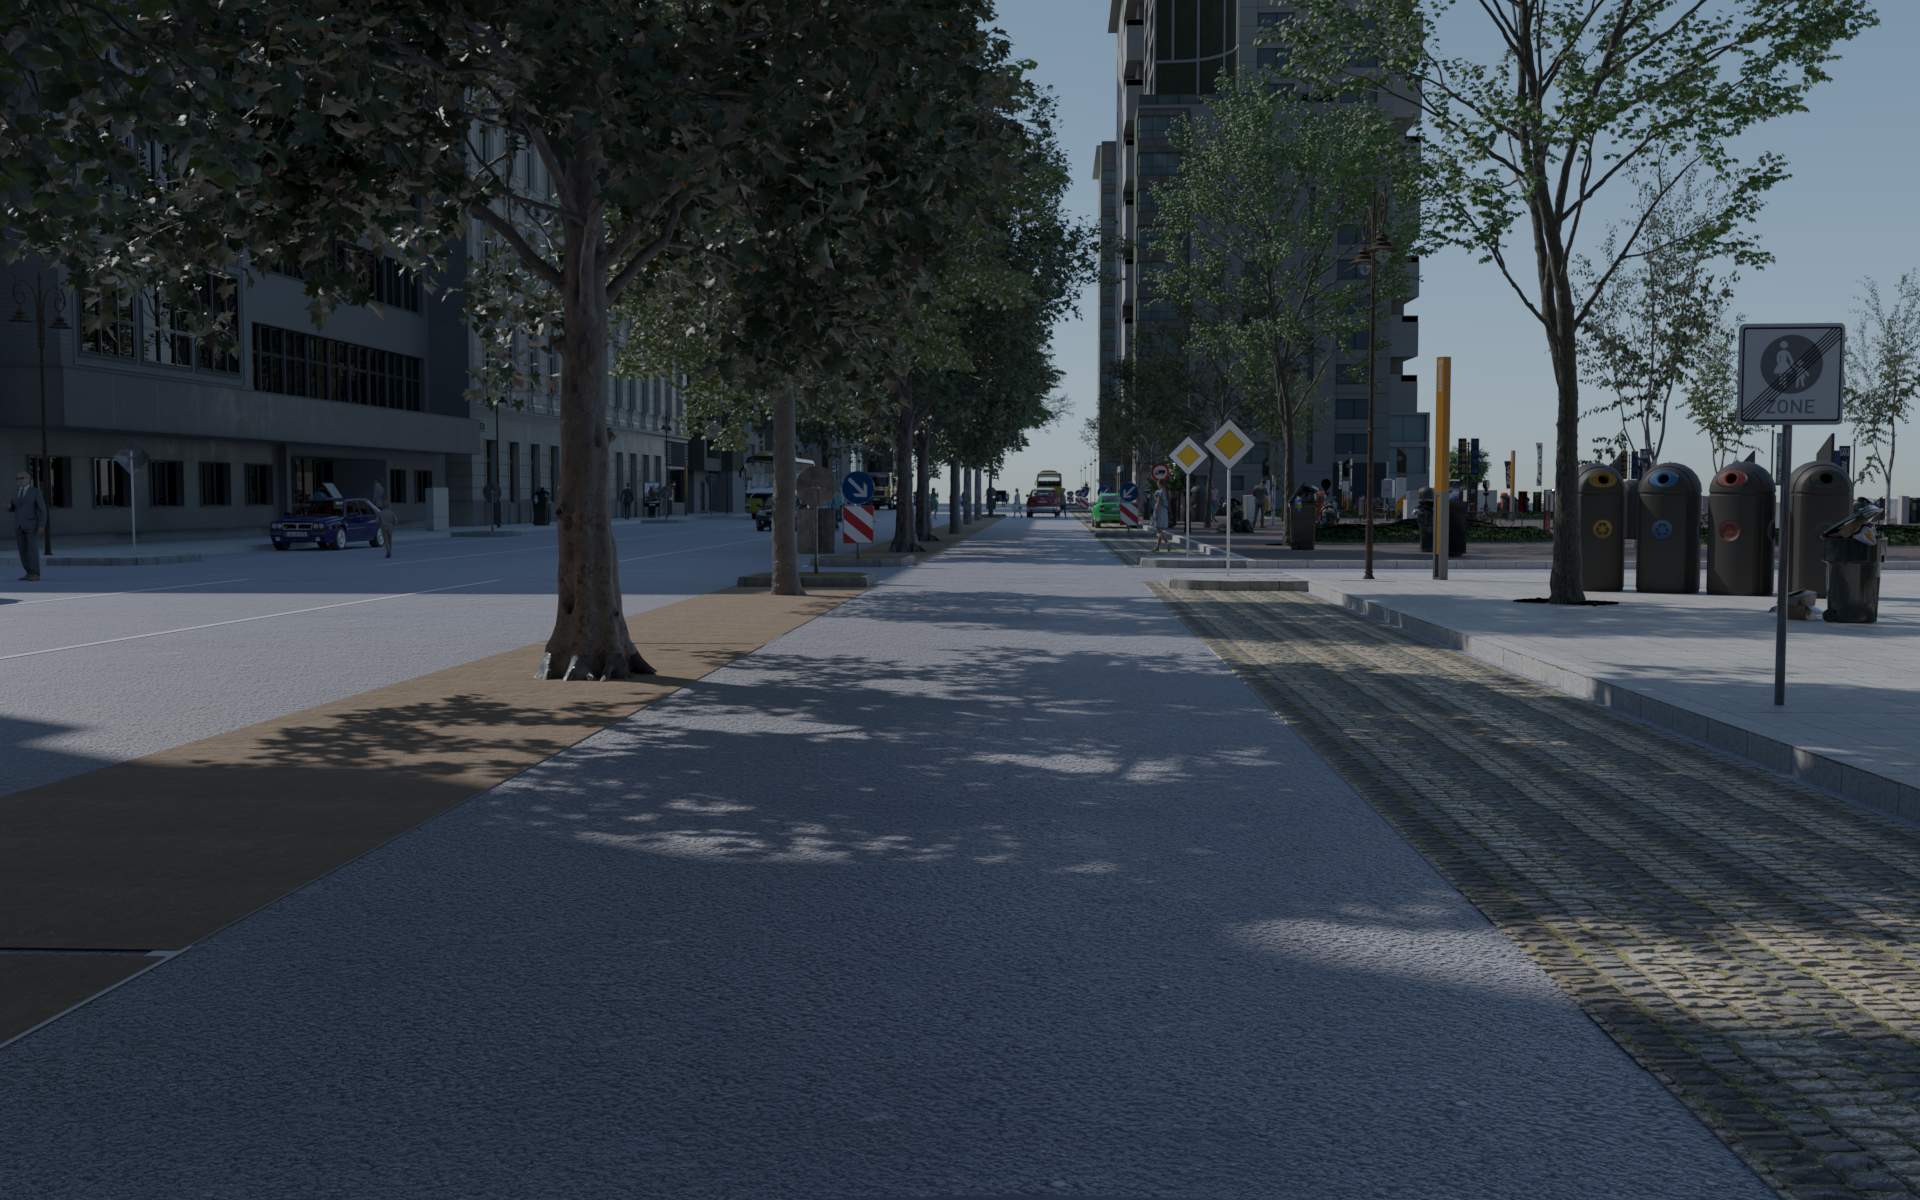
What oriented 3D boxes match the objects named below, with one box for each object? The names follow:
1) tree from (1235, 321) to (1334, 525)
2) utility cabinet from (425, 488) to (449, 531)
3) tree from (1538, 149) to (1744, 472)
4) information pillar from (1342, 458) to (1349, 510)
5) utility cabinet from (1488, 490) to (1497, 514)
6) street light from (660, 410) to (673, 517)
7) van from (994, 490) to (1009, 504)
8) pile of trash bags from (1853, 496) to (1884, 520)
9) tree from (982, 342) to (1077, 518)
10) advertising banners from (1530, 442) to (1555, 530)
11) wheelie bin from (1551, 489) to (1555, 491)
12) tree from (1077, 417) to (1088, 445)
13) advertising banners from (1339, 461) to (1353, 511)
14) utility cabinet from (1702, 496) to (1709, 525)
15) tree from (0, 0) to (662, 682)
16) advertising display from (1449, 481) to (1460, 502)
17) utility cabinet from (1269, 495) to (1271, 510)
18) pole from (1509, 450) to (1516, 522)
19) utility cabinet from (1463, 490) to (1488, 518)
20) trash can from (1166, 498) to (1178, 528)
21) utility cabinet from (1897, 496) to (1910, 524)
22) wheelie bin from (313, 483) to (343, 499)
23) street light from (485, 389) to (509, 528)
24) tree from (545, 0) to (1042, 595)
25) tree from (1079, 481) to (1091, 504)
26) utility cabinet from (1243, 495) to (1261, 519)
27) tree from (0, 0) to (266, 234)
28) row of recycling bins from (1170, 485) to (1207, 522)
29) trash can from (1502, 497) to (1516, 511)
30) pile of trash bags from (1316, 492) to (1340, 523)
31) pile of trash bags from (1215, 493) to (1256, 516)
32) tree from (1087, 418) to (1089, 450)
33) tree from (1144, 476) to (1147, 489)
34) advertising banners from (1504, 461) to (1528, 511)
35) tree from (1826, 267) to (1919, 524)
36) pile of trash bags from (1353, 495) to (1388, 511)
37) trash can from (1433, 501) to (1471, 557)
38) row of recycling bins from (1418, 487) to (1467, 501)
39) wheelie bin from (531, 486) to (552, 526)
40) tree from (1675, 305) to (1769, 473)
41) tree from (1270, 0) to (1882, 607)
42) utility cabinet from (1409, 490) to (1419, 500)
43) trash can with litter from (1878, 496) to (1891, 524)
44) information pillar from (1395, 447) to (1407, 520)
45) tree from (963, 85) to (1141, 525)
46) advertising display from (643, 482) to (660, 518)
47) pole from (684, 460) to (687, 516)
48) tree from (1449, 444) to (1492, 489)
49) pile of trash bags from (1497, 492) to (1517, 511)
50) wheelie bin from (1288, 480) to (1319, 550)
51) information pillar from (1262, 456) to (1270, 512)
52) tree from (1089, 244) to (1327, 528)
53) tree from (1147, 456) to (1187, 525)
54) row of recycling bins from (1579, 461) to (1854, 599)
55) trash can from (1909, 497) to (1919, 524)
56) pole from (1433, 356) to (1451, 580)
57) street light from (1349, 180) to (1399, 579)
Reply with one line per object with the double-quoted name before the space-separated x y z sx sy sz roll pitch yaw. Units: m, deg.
"tree" 13.216 -7.409 71.504 4.737 8.622 4.395 0 3 0
"utility cabinet" -18.185 -3.151 60.195 0.318 1.500 1.173 1 4 9
"tree" 14.644 -5.283 36.740 4.360 8.622 3.978 0 3 0
"information pillar" 24.373 -7.207 109.185 0.504 3.616 0.183 2 4 24
"utility cabinet" 28.409 -5.197 93.656 1.173 1.500 0.318 0 4 4
"street light" -16.144 -7.498 95.381 0.468 5.910 1.993 0 4 3
"van" 5.982 -15.254 253.785 2.240 2.365 5.245 0 4 1
"pile of trash bags" 43.802 -4.654 85.852 3.447 1.369 1.912 1 4 12
"tree" 1.829 -11.727 104.559 12.009 13.543 11.850 0 3 0
"advertising banners" 20.156 -3.865 59.379 0.090 3.025 2.074 3 5 43
"wheelie bin" 35.309 -5.808 102.862 0.693 1.594 0.980 -2 4 -28
"tree" 12.048 -11.139 116.539 8.767 10.594 7.601 -1 4 -16
"advertising banners" 20.671 -5.914 92.886 0.090 3.025 2.074 2 4 34
"utility cabinet" 31.274 -3.767 72.759 0.306 1.237 1.020 1 4 16
"tree" -2.926 -5.730 13.153 9.611 12.733 9.660 0 3 0
"advertising display" 23.793 -4.828 84.144 0.974 1.923 0.123 0 4 -3
"utility cabinet" 18.568 -5.817 106.269 0.306 1.237 1.020 -3 5 -43
"pole" 25.781 -5.319 80.806 0.158 3.312 0.155 0 3 0
"utility cabinet" 27.033 -5.041 91.091 1.173 1.500 0.318 -1 4 -21
"trash can" 7.936 -3.322 65.969 0.748 1.137 0.748 0 3 0
"utility cabinet" 40.037 -3.812 73.487 0.306 1.237 1.020 1 4 20
"wheelie bin" -18.135 -2.556 49.696 0.693 1.594 0.980 0 4 5
"street light" -17.652 -5.708 66.109 0.468 5.910 1.993 0 4 3
"tree" -2.383 -6.308 23.724 7.486 12.596 7.792 0 3 0
"tree" 17.146 -14.722 235.313 1.663 3.219 1.824 0 3 0
"utility cabinet" 14.862 -4.721 88.347 1.020 1.237 0.306 -3 5 -43
"tree" -3.909 -5.763 3.337 9.857 13.997 8.962 0 3 0
"row of recycling bins" 10.673 -4.519 81.003 1.069 1.692 3.534 -1 4 -13
"trash can" 27.893 -4.668 87.983 0.748 1.137 0.748 0 3 0
"pile of trash bags" 12.209 -3.042 59.489 1.912 1.369 3.447 1 4 16
"pile of trash bags" 16.289 -5.558 100.628 1.912 1.369 3.447 -2 4 -24
"tree" 11.933 -10.462 105.467 7.601 10.594 8.767 0 4 2
"tree" 11.308 -6.411 99.422 1.663 3.219 1.824 0 3 0
"advertising banners" 29.446 -5.769 90.509 2.074 3.025 0.090 2 4 34
"tree" 29.966 -6.475 56.221 4.360 8.622 3.978 0 3 0
"pile of trash bags" 26.400 -6.032 108.376 3.447 1.369 1.912 0 4 2
"trash can" 10.068 -1.458 35.491 0.748 1.137 0.748 0 3 0
"row of recycling bins" 26.638 -5.402 95.434 3.534 1.692 1.069 -2 4 -30
"wheelie bin" -17.029 -3.834 70.595 0.693 1.594 0.980 0 4 4
"tree" 29.125 -7.080 66.115 4.737 8.622 4.395 0 3 0
"tree" 6.958 -5.764 20.005 9.928 11.665 9.643 0 3 0
"utility cabinet" 26.076 -5.468 98.079 1.173 1.500 0.318 2 4 35
"trash can with litter" 35.325 -3.417 66.933 2.233 1.210 1.678 -1 4 -16
"information pillar" 21.973 -5.806 86.285 0.504 3.616 0.183 1 4 9
"tree" 1.522 -13.512 79.264 12.611 20.169 13.585 0 3 0
"advertising display" -16.570 -5.372 93.054 0.974 1.923 0.123 -3 5 -42
"pole" -16.325 -6.680 103.067 0.158 3.312 0.155 0 3 0
"tree" 30.519 -7.411 104.880 4.285 4.588 4.351 0 3 0
"pile of trash bags" 30.914 -5.472 99.212 1.912 1.369 3.447 0 4 6
"wheelie bin" 7.921 -1.959 39.939 0.693 1.594 0.980 1 4 9
"information pillar" 18.171 -6.819 102.842 0.183 3.616 0.504 -3 5 -44
"tree" 9.421 -8.027 65.646 8.767 10.594 7.601 0 4 4
"tree" 9.231 -4.801 73.103 1.663 3.219 1.824 0 3 0
"row of recycling bins" 9.567 -0.932 22.350 3.534 1.692 1.069 2 4 35
"trash can" 41.490 -3.890 75.256 0.748 1.137 0.748 0 3 0
"pole" 7.182 -1.955 25.803 0.158 3.312 0.155 0 3 0
"street light" 6.163 -3.250 25.929 0.468 5.910 1.993 0 4 3
